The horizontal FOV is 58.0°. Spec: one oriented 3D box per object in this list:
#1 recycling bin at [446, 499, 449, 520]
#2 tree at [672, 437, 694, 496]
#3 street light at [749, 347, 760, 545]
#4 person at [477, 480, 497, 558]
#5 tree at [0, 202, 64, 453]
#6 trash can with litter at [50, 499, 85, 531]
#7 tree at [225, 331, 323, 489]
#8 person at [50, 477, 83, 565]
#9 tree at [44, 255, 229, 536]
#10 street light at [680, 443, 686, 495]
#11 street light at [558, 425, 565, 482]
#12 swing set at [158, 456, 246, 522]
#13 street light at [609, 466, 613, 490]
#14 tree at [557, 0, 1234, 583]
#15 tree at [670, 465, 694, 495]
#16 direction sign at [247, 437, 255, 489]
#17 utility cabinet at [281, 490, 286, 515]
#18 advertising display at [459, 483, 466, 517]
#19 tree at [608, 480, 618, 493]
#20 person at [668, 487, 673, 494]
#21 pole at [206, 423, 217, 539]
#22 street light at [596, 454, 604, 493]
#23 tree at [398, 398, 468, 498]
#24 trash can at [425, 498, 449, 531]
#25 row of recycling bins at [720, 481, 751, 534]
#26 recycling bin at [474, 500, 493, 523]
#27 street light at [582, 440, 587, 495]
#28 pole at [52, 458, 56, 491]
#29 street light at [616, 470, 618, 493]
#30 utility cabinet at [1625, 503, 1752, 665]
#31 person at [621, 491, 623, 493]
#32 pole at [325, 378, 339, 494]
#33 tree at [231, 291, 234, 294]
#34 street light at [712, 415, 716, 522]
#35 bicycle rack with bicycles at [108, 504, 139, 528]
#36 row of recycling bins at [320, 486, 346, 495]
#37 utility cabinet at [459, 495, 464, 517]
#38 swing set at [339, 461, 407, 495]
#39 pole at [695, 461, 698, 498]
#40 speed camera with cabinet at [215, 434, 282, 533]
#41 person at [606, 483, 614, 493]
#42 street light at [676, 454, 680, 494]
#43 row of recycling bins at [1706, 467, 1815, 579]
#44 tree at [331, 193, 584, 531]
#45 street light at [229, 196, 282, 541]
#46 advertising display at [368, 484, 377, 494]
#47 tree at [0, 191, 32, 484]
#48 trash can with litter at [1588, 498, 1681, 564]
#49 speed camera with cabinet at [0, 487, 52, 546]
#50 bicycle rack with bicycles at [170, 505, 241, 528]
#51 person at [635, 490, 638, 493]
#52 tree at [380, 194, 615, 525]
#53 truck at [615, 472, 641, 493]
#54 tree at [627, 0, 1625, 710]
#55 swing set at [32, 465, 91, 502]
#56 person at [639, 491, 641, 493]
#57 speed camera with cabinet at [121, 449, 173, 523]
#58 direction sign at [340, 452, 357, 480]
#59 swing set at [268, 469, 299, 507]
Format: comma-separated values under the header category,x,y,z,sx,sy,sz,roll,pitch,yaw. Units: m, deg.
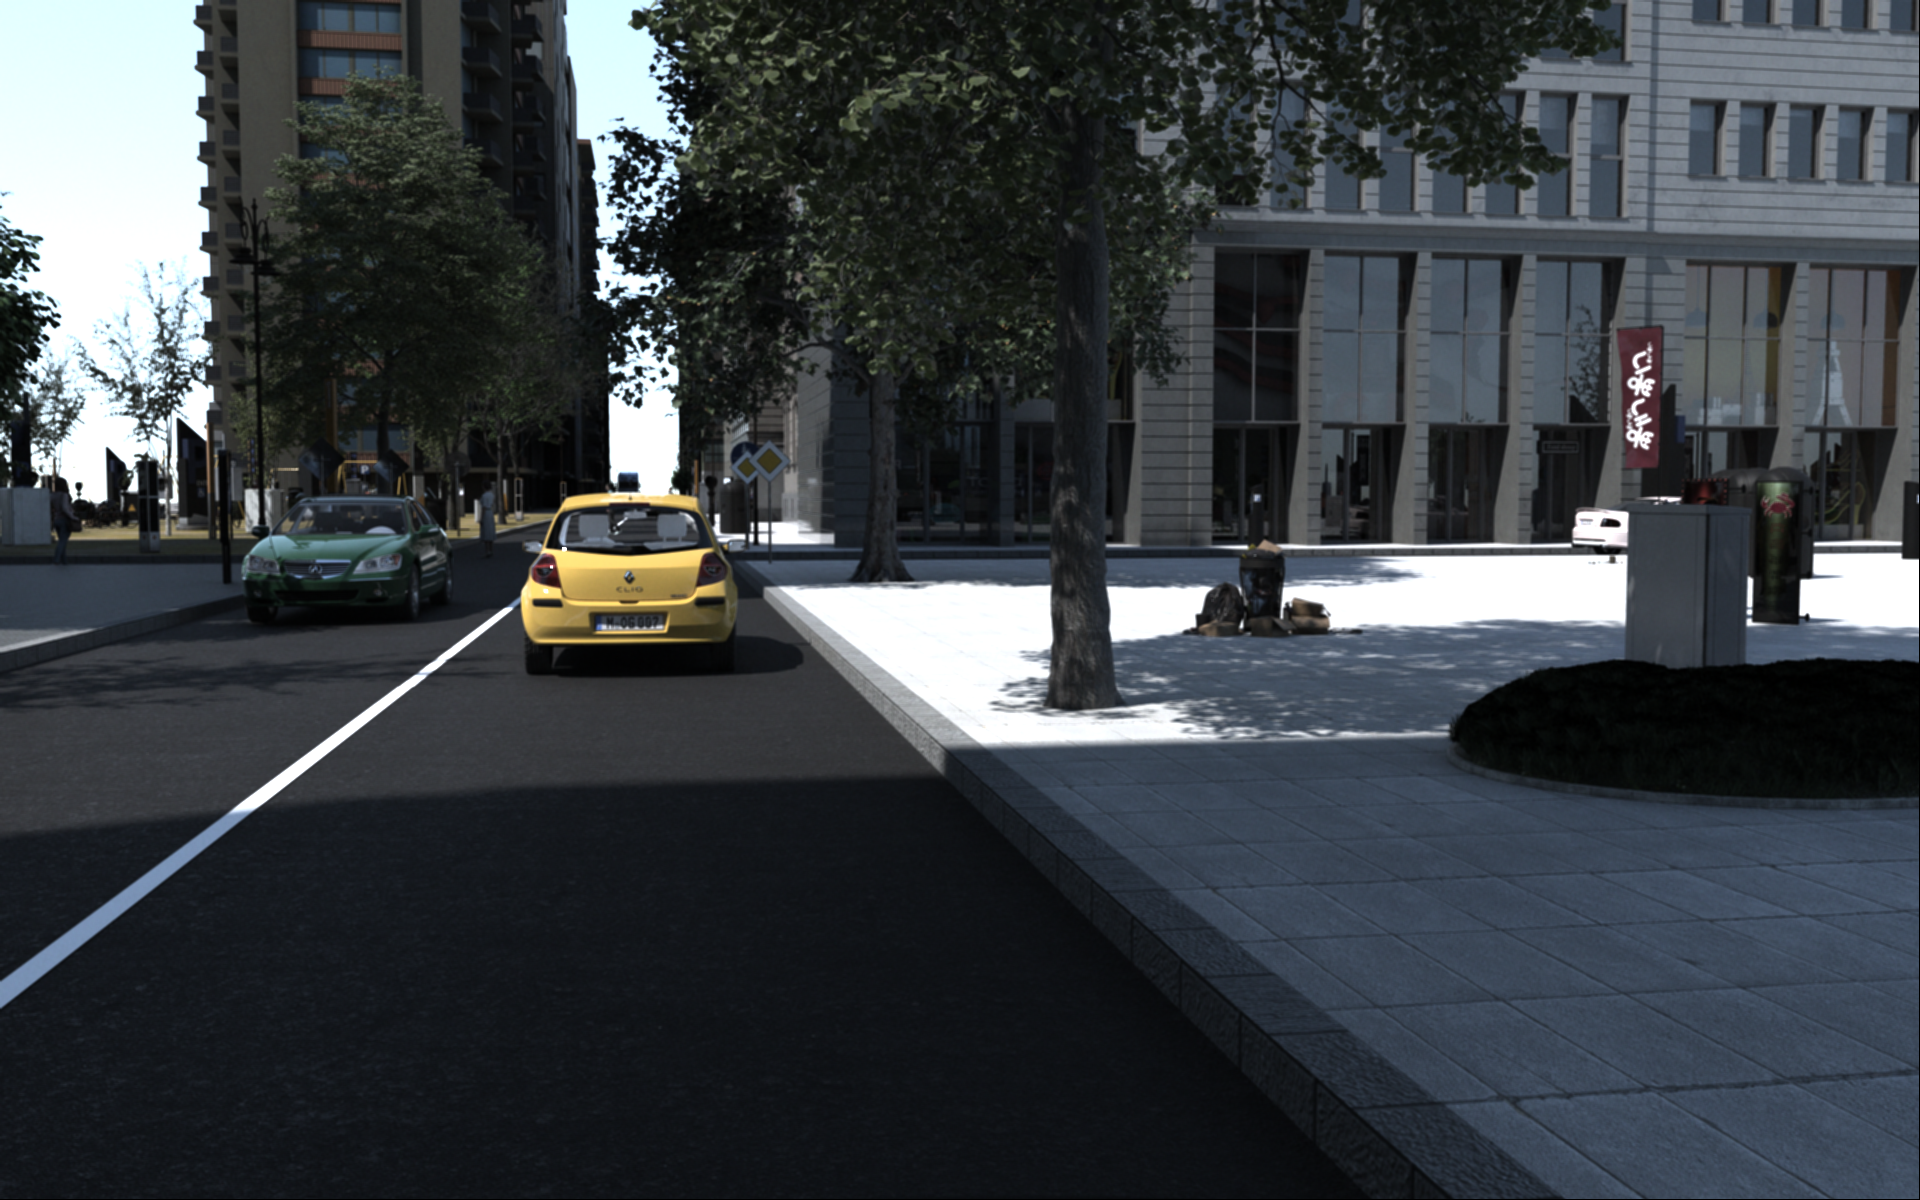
category,x,y,z,sx,sy,sz,roll,pitch,yaw
recycling bin,-25.829,-4.482,85.837,0.722,1.027,0.722,3,4,37
tree,-32.205,-15.600,205.426,4.360,8.622,3.978,0,3,0
street light,-5.121,-4.314,43.318,0.468,5.910,1.993,-1,4,-10
person,-10.722,-1.832,39.015,0.524,1.755,0.480,1,4,12
tree,-10.258,-1.995,16.334,4.285,4.588,4.351,0,3,0
trash can with litter,-31.847,-3.078,61.387,1.678,1.210,2.233,1,4,20
tree,-29.965,-7.657,75.552,4.737,8.622,4.395,0,3,0
person,-16.597,-1.400,31.980,0.593,1.750,0.643,2,4,28
tree,-24.457,-6.262,52.750,4.360,8.622,3.978,0,3,0
street light,-24.321,-11.054,153.516,0.468,5.910,1.993,-1,4,-10
street light,-26.281,-8.656,114.320,0.468,5.910,1.993,-1,4,-10
swing set,-31.395,-4.474,70.769,3.119,2.851,2.862,1,4,19
street light,-46.570,-15.807,231.237,0.468,5.910,1.993,-1,4,-10
tree,-1.047,-6.618,25.213,9.611,12.733,9.660,0,3,0
tree,-31.452,-13.032,196.794,4.285,4.588,4.351,0,3,0
direction sign,-28.106,-4.692,68.709,0.379,3.537,0.876,-3,4,-39
utility cabinet,-41.259,-5.871,104.677,1.173,1.500,0.318,2,4,31
advertising display,-27.993,-5.595,96.691,0.974,1.923,0.123,2,4,29
tree,-47.726,-14.877,237.834,1.663,3.219,1.824,0,3,0
person,-15.656,-5.166,93.138,0.473,1.802,0.592,2,4,33
pole,-21.463,-3.413,49.639,0.158,3.312,0.155,0,3,0
street light,-38.666,-12.992,185.206,0.468,5.910,1.993,-1,4,-10
tree,-31.744,-9.469,105.183,4.737,8.622,4.395,0,3,0
trash can,-17.426,-2.818,57.734,0.748,1.137,0.748,0,3,0
row of recycling bins,-7.423,-3.064,57.214,1.069,1.692,3.534,0,4,-6
recycling bin,-21.308,-3.970,77.465,0.722,1.027,0.722,-1,4,-21
street light,-32.339,-10.798,149.337,0.468,5.910,1.993,-1,4,-10
pole,-51.283,-6.379,98.141,0.158,3.312,0.155,0,3,0
street light,-52.864,-18.000,267.093,0.468,5.910,1.993,-1,4,-10
utility cabinet,4.661,0.002,11.132,0.306,1.237,1.020,0,4,-6
person,-32.182,-9.489,164.582,0.756,1.711,0.436,2,4,24
pole,-11.111,-2.252,30.670,0.158,3.312,0.155,0,3,0
tree,-15.126,-7.847,46.428,7.486,12.596,7.792,0,3,0
street light,-11.189,-6.462,78.442,0.468,5.910,1.993,-1,4,-10
bicycle rack with bicycles,-32.148,-3.166,65.148,2.852,0.926,2.925,3,4,37
row of recycling bins,-33.106,-5.116,90.759,3.534,1.692,1.069,1,4,16
utility cabinet,-27.831,-5.174,95.755,0.306,1.237,1.020,1,4,20
swing set,-28.216,-5.208,82.764,3.119,2.851,2.862,0,4,-5
pole,-15.853,-6.752,104.239,0.158,3.312,0.155,0,3,0
speed camera with cabinet,-23.330,-3.818,56.755,2.038,3.252,0.660,1,4,10
person,-12.327,-3.241,61.505,0.620,1.820,0.660,-1,4,-8
street light,-30.364,-13.196,188.535,0.468,5.910,1.993,-1,4,-10
row of recycling bins,12.636,-1.256,27.651,1.069,1.692,3.534,0,4,8
tree,-18.006,-8.267,60.918,9.928,11.665,9.643,0,3,0
street light,-11.022,-3.330,27.228,0.468,5.910,1.993,-1,4,-10
advertising display,-36.319,-6.260,107.559,0.974,1.923,0.123,0,4,0
tree,-22.571,-5.406,38.755,4.737,8.622,4.395,0,3,0
trash can with litter,12.689,-1.274,31.896,2.233,1.210,1.678,0,4,7
speed camera with cabinet,-23.562,-2.953,42.625,0.660,3.252,2.038,2,4,34
bicycle rack with bicycles,-28.229,-3.162,65.085,2.852,0.926,2.925,2,4,25
person,-25.844,-7.914,138.422,0.617,1.759,0.750,0,4,-7
tree,-19.319,-9.896,72.164,12.009,13.543,11.850,0,3,0
truck,-40.465,-13.627,212.560,2.967,4.110,18.799,-1,4,-9
tree,0.897,-5.602,9.713,7.486,12.596,7.792,0,3,0
swing set,-49.536,-5.930,94.574,2.862,2.851,3.119,1,4,22
person,-32.143,-10.140,174.739,0.568,1.767,0.683,1,4,16
speed camera with cabinet,-35.867,-5.018,76.385,2.038,3.252,0.660,0,4,-7
direction sign,-32.895,-6.192,93.229,0.876,3.537,0.379,-1,4,-12
swing set,-41.425,-6.761,108.167,3.119,2.851,2.862,0,4,6
